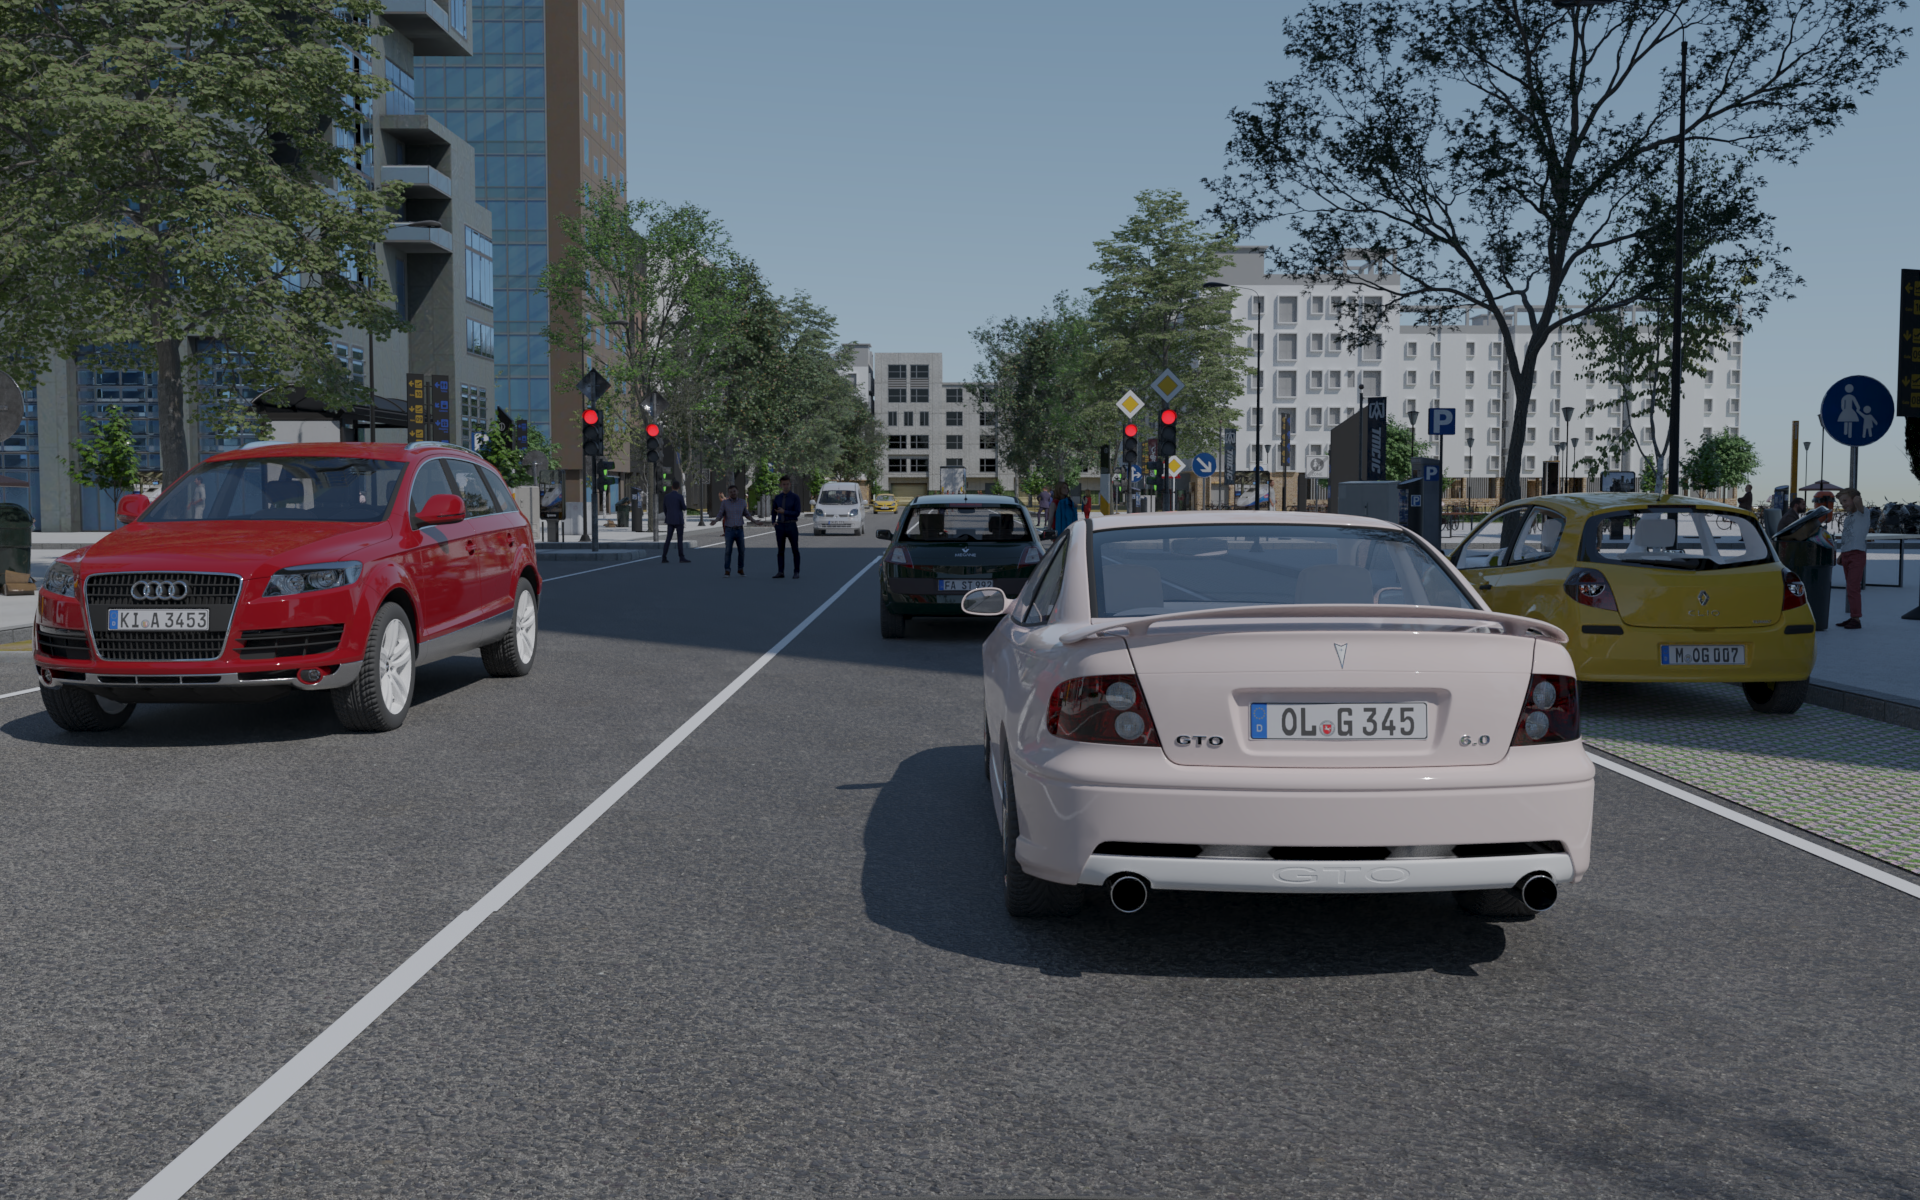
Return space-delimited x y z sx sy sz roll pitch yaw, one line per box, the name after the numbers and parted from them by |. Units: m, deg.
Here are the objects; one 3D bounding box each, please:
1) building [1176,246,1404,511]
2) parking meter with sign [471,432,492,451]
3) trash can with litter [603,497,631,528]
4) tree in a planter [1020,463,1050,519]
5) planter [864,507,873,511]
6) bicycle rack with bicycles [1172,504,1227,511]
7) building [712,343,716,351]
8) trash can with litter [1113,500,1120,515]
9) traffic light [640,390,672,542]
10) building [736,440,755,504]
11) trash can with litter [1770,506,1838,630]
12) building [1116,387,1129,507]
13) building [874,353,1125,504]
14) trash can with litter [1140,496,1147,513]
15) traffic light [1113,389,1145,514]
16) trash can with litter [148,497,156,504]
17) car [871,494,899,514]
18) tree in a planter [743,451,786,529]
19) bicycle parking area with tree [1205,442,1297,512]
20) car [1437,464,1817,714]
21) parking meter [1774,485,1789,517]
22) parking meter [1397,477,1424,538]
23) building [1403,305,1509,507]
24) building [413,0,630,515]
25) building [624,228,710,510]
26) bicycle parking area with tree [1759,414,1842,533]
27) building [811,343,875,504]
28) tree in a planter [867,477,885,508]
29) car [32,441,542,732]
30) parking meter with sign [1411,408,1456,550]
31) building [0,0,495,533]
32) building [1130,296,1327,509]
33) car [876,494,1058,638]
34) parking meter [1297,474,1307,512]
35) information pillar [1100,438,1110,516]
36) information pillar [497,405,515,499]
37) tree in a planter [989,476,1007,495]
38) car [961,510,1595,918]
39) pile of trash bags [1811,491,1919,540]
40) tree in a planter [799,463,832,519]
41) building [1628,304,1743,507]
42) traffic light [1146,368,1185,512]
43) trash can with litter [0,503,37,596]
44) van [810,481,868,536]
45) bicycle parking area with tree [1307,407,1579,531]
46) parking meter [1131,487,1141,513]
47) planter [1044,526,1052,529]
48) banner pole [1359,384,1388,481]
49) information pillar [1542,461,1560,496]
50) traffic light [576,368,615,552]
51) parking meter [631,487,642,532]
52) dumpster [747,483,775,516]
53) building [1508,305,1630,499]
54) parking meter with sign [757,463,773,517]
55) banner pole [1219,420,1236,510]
25.483 -17.200 137.633 16.016 20.091 11.380 0 4 0 | building
-13.527 -3.271 49.737 0.543 3.016 1.738 0 4 -2 | parking meter with sign
-13.088 -3.357 66.268 1.055 1.170 0.624 -3 5 -39 | trash can with litter
4.299 -6.230 99.081 1.991 3.239 1.994 0 4 0 | tree in a planter
-8.453 -7.841 149.340 1.991 0.319 1.994 0 4 0 | planter
8.483 -3.023 62.803 2.852 0.926 2.925 1 4 23 | bicycle rack with bicycles
-30.676 -18.571 160.049 16.016 20.091 11.380 0 4 0 | building
7.936 -4.850 90.686 1.055 1.170 0.624 -3 4 -36 | trash can with litter
-8.172 -3.524 46.534 0.839 4.253 0.868 0 4 0 | traffic light
-38.497 -21.863 223.921 31.486 18.905 16.747 0 4 0 | building
7.731 -0.309 16.434 1.055 1.170 0.624 2 4 33 | trash can with litter
24.589 -19.877 181.414 16.016 20.091 11.380 0 4 0 | building
5.032 -21.928 224.981 31.486 18.905 16.747 0 4 0 | building
7.621 -3.549 69.085 2.233 1.210 1.678 -3 4 -38 | trash can with litter
4.549 -3.529 46.620 0.839 4.253 0.868 0 4 0 | traffic light
-17.268 -1.644 37.941 1.678 1.210 2.233 3 4 38 | trash can with litter
-5.369 -7.024 125.069 2.015 1.641 3.980 0 4 0 | car
-8.028 -4.539 71.430 1.991 3.239 1.994 0 4 0 | tree in a planter
17.953 -6.777 97.809 9.016 4.147 8.231 1 4 14 | bicycle parking area with tree
4.547 -0.148 12.643 2.015 1.641 3.980 0 4 -2 | car
23.081 -2.463 48.682 0.372 1.533 0.369 0 3 0 | parking meter
6.497 -1.015 25.013 0.372 1.533 0.369 0 3 0 | parking meter
48.385 -19.791 180.002 11.380 20.091 16.016 0 4 0 | building
-28.443 -27.818 104.938 14.600 45.320 14.200 0 4 0 | building
-35.754 -17.983 138.002 27.936 21.610 32.646 0 4 0 | building
31.577 -4.422 59.294 9.016 4.147 8.231 0 4 -1 | bicycle parking area with tree
-16.939 -22.468 223.771 11.380 20.091 16.016 0 4 0 | building
-8.607 -10.974 176.652 1.991 3.239 1.994 0 4 0 | tree in a planter
-4.414 -0.211 12.131 2.281 1.827 5.304 0 3 0 | car
9.680 -2.426 35.921 0.543 3.016 1.738 0 4 -4 | parking meter with sign
-32.753 -46.340 70.338 22.319 86.520 31.000 0 4 0 | building
25.539 -17.911 159.295 16.747 18.905 31.486 0 4 0 | building
0.069 -0.538 18.590 2.009 1.686 4.222 0 4 0 | car
10.182 -2.806 51.586 0.255 1.863 0.399 0 4 7 | parking meter
5.973 -4.880 71.135 0.183 3.616 0.504 -3 5 -42 | information pillar
-11.999 -3.328 45.773 0.504 3.616 0.183 1 4 23 | information pillar
3.876 -10.902 175.466 1.991 3.239 1.994 0 4 0 | tree in a planter
1.053 0.312 7.253 2.083 1.381 4.827 0 4 -1 | car
26.058 -2.415 49.233 3.447 1.369 1.912 1 4 9 | pile of trash bags
-8.171 -6.238 99.211 1.991 3.239 1.994 0 4 0 | tree in a planter
71.763 -19.742 179.208 11.380 20.091 16.016 0 4 0 | building
4.593 -3.041 38.635 0.839 4.253 0.868 0 4 0 | traffic light
-12.069 -0.661 22.196 0.624 1.170 1.055 -3 5 -41 | trash can with litter
-4.215 -3.283 60.691 2.013 2.044 4.112 0 4 -1 | van
17.716 -4.368 58.419 9.016 4.147 8.231 -3 5 -44 | bicycle parking area with tree
6.470 -3.384 63.737 0.372 1.533 0.369 0 3 0 | parking meter
4.453 -3.074 71.392 1.991 0.319 1.994 0 4 0 | planter
9.306 -3.017 39.338 0.863 3.779 0.401 3 5 39 | banner pole
13.027 -2.062 38.211 0.304 2.012 0.304 0 4 4 | information pillar
-8.128 -3.035 38.549 0.839 4.253 0.868 0 4 0 | traffic light
-11.035 -3.102 59.123 0.372 1.533 0.369 0 3 0 | parking meter
-11.504 -5.958 99.905 1.502 2.255 1.985 0 4 0 | dumpster
60.275 -19.778 179.791 11.380 20.091 16.016 0 4 0 | building
-10.842 -6.113 96.203 0.543 3.016 1.738 1 4 9 | parking meter with sign
8.980 -4.188 58.493 0.863 3.779 0.401 3 5 41 | banner pole
